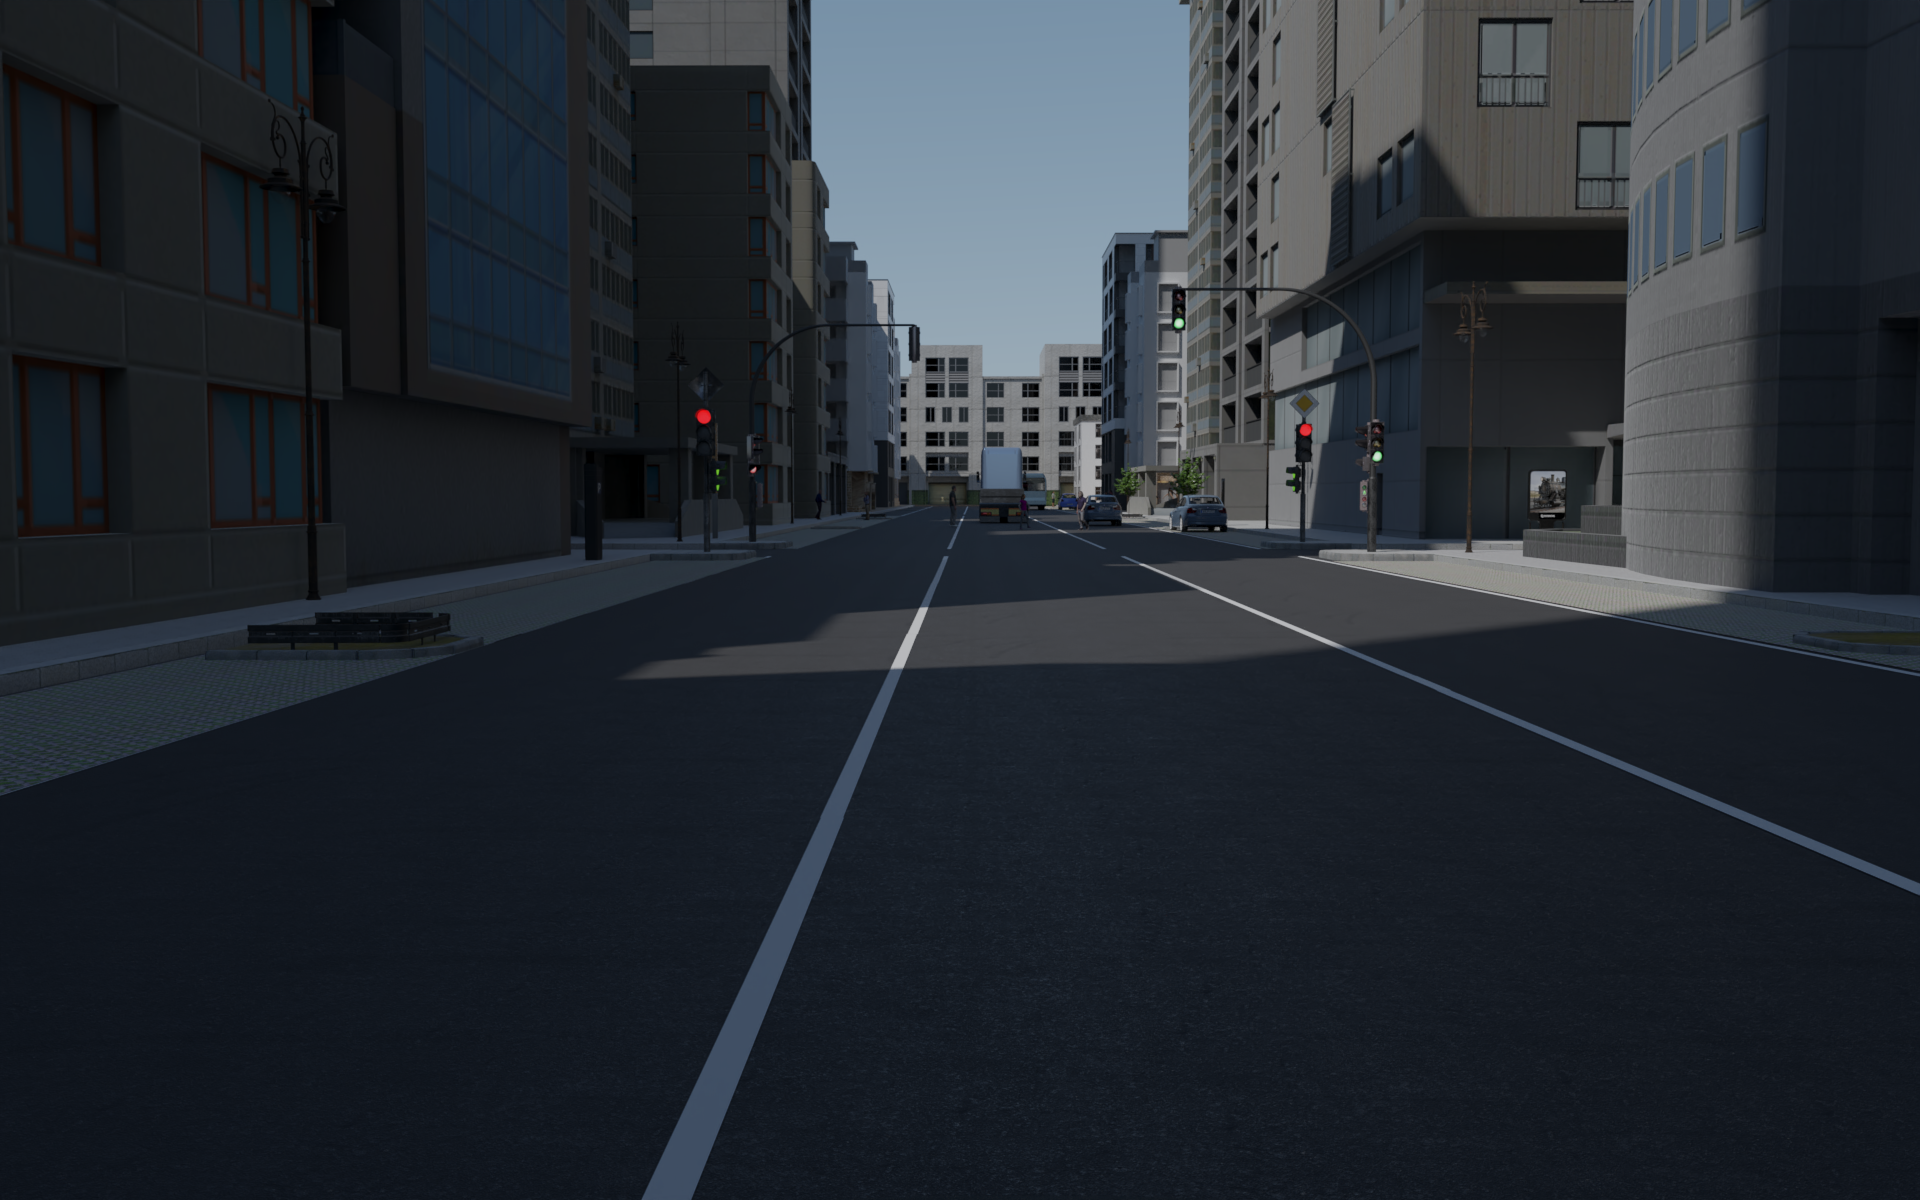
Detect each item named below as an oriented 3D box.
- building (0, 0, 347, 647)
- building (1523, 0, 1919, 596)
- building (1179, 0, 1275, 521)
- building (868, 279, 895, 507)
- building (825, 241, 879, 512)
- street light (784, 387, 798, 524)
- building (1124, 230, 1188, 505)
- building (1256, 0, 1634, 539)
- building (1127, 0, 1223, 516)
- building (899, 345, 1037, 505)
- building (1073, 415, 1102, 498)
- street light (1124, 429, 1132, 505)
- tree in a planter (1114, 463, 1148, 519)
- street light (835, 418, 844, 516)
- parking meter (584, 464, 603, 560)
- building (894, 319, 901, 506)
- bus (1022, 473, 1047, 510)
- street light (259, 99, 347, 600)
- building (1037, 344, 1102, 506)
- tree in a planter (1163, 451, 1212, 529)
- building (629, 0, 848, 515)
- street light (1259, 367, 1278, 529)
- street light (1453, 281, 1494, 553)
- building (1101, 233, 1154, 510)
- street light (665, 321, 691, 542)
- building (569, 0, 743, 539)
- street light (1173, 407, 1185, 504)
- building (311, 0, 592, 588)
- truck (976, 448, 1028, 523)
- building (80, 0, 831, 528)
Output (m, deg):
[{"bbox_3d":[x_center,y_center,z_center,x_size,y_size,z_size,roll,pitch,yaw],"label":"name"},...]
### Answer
[{"bbox_3d":[-21.933,-9.944,7.624,27.650,21.520,28.899,0,4,0],"label":"building"},{"bbox_3d":[21.094,-29.400,22.693,21.231,58.520,28.212,0,4,0],"label":"building"},{"bbox_3d":[22.578,-39.597,85.669,20.563,71.187,20.611,0,4,0],"label":"building"},{"bbox_3d":[-20.799,-19.496,162.738,27.936,21.610,32.646,0,4,0],"label":"building"},{"bbox_3d":[-14.443,-16.597,127.785,16.016,20.091,11.380,0,4,0],"label":"building"},{"bbox_3d":[-7.285,-6.253,75.026,0.468,5.910,1.993,0,4,0],"label":"street light"},{"bbox_3d":[20.562,-16.724,129.857,16.016,20.091,11.380,0,4,0],"label":"building"},{"bbox_3d":[25.302,-28.689,58.305,27.495,52.752,28.713,0,4,0],"label":"building"},{"bbox_3d":[27.362,-25.503,108.857,32.217,40.220,23.993,0,4,0],"label":"building"},{"bbox_3d":[-5.691,-21.250,213.899,31.486,18.905,16.747,0,4,0],"label":"building"},{"bbox_3d":[17.310,-14.766,183.574,9.099,9.664,28.070,0,4,0],"label":"building"},{"bbox_3d":[11.701,-9.042,120.630,0.468,5.910,1.993,0,4,0],"label":"street light"},{"bbox_3d":[9.576,-6.164,98.004,1.991,3.239,1.994,0,4,0],"label":"tree in a planter"},{"bbox_3d":[-7.150,-7.992,103.461,0.468,5.910,1.993,0,4,0],"label":"street light"},{"bbox_3d":[-7.118,-1.707,33.619,0.255,1.863,0.399,0,4,5],"label":"parking meter"},{"bbox_3d":[-12.356,-20.391,189.817,11.380,20.091,16.016,0,4,0],"label":"building"},{"bbox_3d":[6.529,-10.095,159.911,2.948,3.499,13.247,0,4,1],"label":"bus"},{"bbox_3d":[-7.841,-2.938,20.829,0.468,5.910,1.993,0,4,0],"label":"street light"},{"bbox_3d":[25.783,-21.148,212.232,31.486,18.905,16.747,0,4,0],"label":"building"},{"bbox_3d":[9.371,-4.516,71.062,1.991,3.239,1.994,0,4,0],"label":"tree in a planter"},{"bbox_3d":[-17.742,-40.983,108.331,20.563,71.187,20.611,0,4,0],"label":"building"},{"bbox_3d":[11.240,-5.532,63.231,0.468,5.910,1.993,0,4,0],"label":"street light"},{"bbox_3d":[11.147,-3.974,37.759,0.468,5.910,1.993,0,4,0],"label":"street light"},{"bbox_3d":[26.167,-18.824,151.740,27.936,21.610,32.646,0,4,0],"label":"building"},{"bbox_3d":[-7.565,-4.513,46.577,0.468,5.910,1.993,0,4,0],"label":"street light"},{"bbox_3d":[-24.303,-22.334,57.035,32.217,40.220,23.993,0,4,0],"label":"building"},{"bbox_3d":[11.580,-7.271,91.665,0.468,5.910,1.993,0,4,0],"label":"street light"},{"bbox_3d":[-14.980,-23.160,28.775,14.200,45.320,14.600,0,4,0],"label":"building"},{"bbox_3d":[2.307,-6.389,94.219,2.967,4.110,18.799,0,4,1],"label":"truck"},{"bbox_3d":[-21.372,-14.655,84.654,27.650,21.520,28.899,0,4,0],"label":"building"}]
